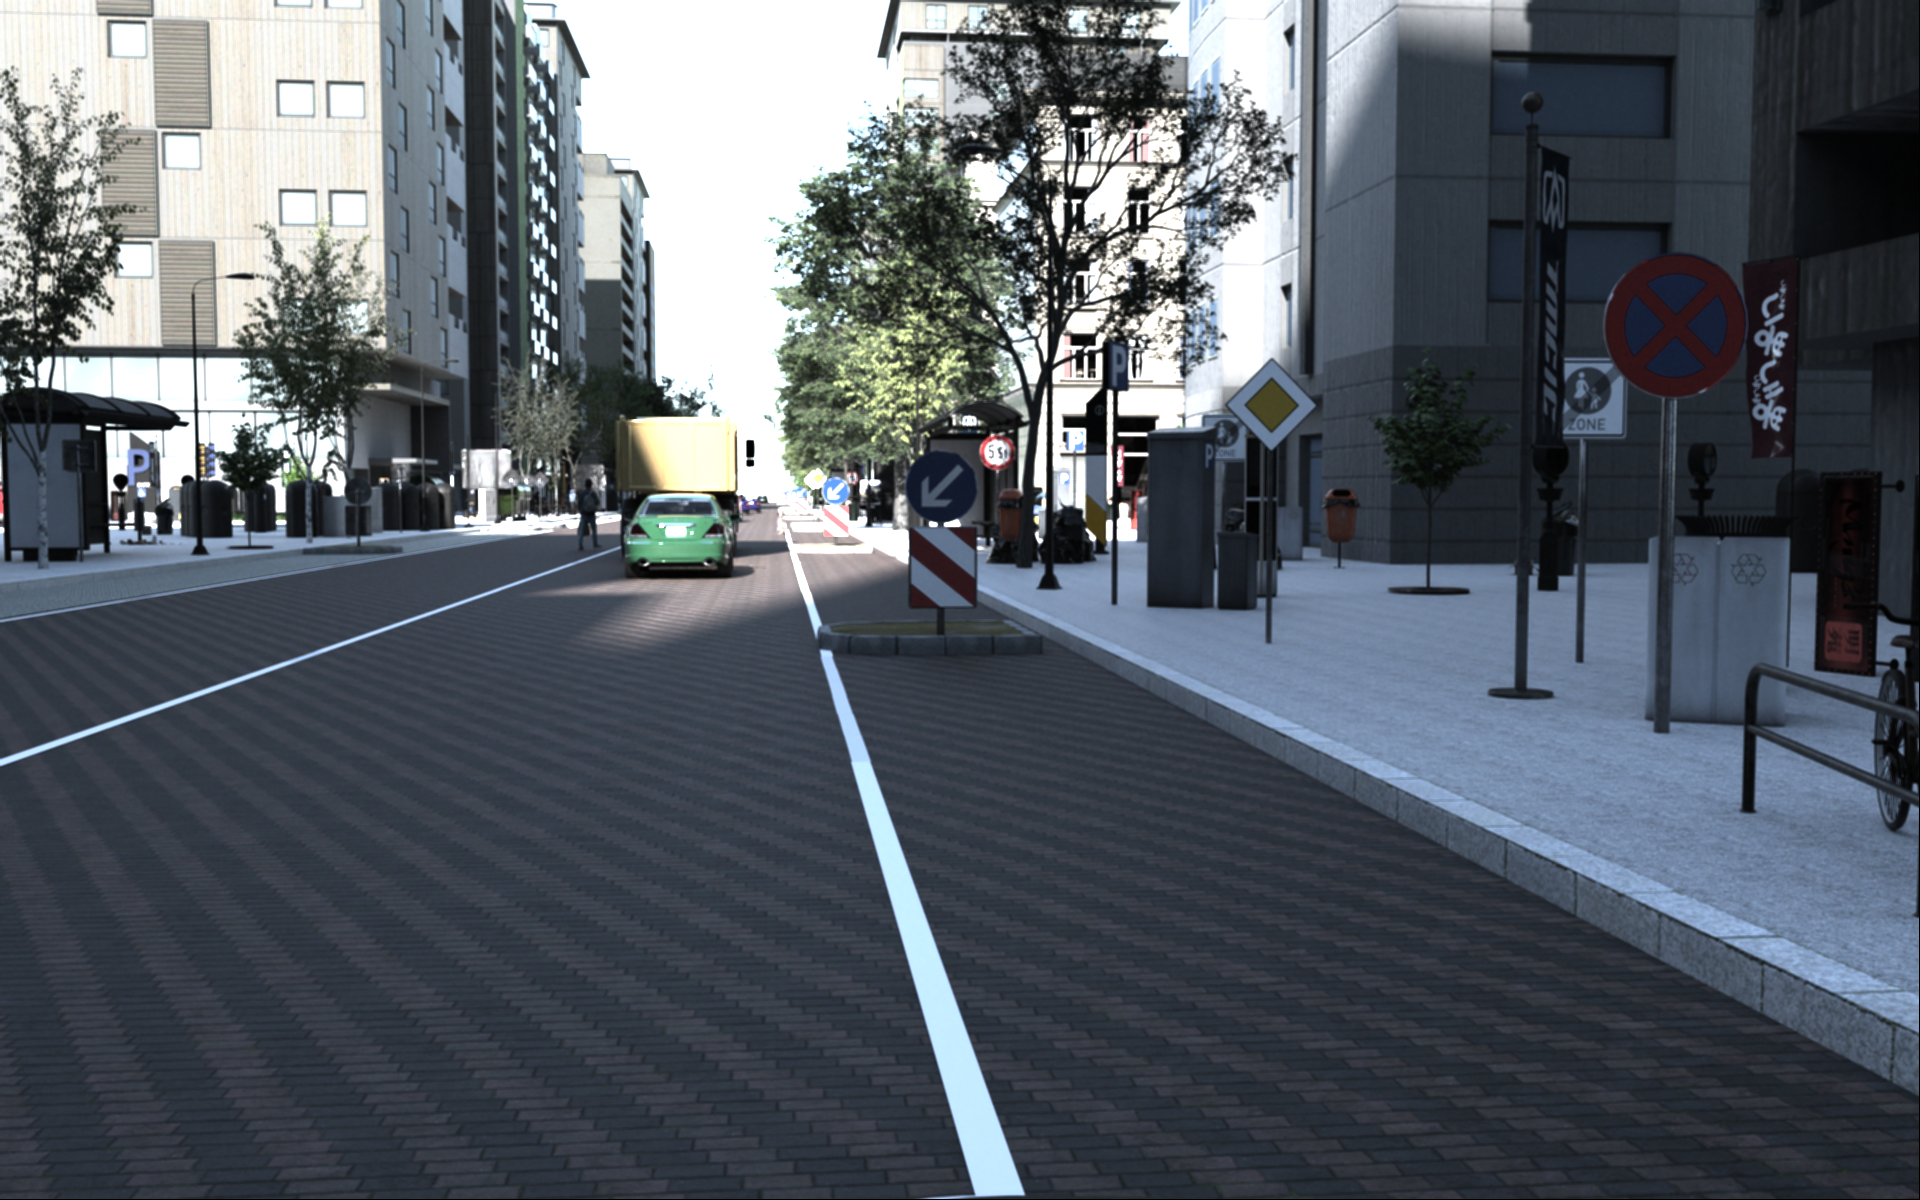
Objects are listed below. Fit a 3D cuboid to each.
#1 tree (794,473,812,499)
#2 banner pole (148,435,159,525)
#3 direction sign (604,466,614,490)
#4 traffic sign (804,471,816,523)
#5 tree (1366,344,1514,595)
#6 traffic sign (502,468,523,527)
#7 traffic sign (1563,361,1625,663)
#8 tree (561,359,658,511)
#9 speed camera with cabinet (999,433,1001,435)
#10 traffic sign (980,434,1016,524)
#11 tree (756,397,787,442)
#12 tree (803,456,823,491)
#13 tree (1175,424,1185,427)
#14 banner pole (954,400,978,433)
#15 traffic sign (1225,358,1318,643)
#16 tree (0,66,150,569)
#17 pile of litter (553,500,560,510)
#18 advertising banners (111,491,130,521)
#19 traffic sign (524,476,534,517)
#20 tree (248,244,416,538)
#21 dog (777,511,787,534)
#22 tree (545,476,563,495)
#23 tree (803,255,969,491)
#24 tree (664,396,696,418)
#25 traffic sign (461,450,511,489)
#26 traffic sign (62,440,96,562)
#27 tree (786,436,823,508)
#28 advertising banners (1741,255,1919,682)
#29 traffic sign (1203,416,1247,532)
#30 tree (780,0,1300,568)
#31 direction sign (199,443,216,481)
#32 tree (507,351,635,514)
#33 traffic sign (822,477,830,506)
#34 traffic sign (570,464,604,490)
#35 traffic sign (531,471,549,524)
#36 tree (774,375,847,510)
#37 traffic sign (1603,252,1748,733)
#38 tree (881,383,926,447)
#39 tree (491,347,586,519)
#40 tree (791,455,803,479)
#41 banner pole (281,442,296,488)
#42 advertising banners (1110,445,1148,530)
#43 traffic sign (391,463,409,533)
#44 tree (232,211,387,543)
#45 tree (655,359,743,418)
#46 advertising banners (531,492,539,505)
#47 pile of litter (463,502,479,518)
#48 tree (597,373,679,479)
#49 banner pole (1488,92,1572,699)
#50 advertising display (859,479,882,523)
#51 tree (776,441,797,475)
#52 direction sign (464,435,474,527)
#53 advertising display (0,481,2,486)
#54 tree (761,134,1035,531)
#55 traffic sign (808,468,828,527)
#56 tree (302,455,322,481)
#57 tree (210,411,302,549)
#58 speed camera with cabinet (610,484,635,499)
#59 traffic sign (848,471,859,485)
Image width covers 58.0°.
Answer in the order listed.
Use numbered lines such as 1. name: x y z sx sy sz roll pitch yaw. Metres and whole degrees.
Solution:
1. tree: -21.024 -15.525 237.554 4.285 4.588 4.351 0 3 0
2. banner pole: -33.780 -5.054 72.651 0.401 3.779 0.863 0 4 3
3. direction sign: -28.147 -8.979 138.807 0.876 3.537 0.379 -1 4 -14
4. traffic sign: -6.407 -4.405 75.671 0.795 2.450 0.064 0 4 -6
5. tree: 6.034 -1.710 22.560 1.663 3.219 1.824 0 3 0
6. traffic sign: -17.185 -3.845 66.510 0.795 2.450 0.064 0 4 -6
7. traffic sign: 4.718 -0.672 13.119 0.606 2.300 0.079 0 4 -2
8. tree: -26.830 -12.752 134.250 9.928 11.665 9.643 0 3 0
9. speed camera with cabinet: 0.317 -3.049 44.180 2.038 3.252 0.660 0 4 -1
10. traffic sign: 0.804 -2.258 37.022 0.768 2.556 0.104 0 4 1
11. tree: -25.559 -25.373 270.742 12.611 20.169 13.585 0 3 0
12. tree: -11.512 -11.897 144.870 4.360 8.622 3.978 0 3 0
13. tree: 9.360 -4.864 63.238 4.285 4.588 4.351 0 3 0
14. banner pole: 0.111 -3.429 46.081 0.863 3.779 0.401 -2 4 -24
15. traffic sign: 2.652 -0.835 14.831 0.795 2.450 0.064 0 4 -4
16. tree: -15.975 -4.844 29.570 4.360 8.622 3.978 0 3 0
17. pile of litter: -32.227 -7.634 138.781 1.719 0.858 1.176 1 4 16
18. advertising banners: -40.438 -5.303 82.889 0.090 3.025 2.074 1 4 16
19. traffic sign: -23.766 -5.705 95.405 0.606 2.300 0.079 0 4 1
20. tree: -18.024 -6.103 50.145 4.360 8.622 3.978 0 3 0
21. dog: -6.508 -2.781 62.312 0.513 0.831 0.800 2 4 27
22. tree: -34.190 -9.334 147.218 1.663 3.219 1.824 0 3 0
23. tree: -1.519 -6.235 52.311 4.737 8.622 4.395 0 3 0
24. tree: -32.550 -16.468 187.372 7.486 12.596 7.792 0 3 0
25. traffic sign: -21.767 -5.245 79.626 2.265 3.308 0.079 0 4 -2
26. traffic sign: -16.611 -1.869 32.683 0.606 2.300 0.079 0 4 -3
27. tree: -12.802 -14.595 164.380 9.928 11.665 9.643 0 3 0
28. advertising banners: 6.327 -0.982 12.251 0.090 3.025 2.074 -1 4 -23
29. traffic sign: 3.395 -1.234 22.298 0.606 2.300 0.079 0 4 -6
30. tree: 1.165 -5.815 29.487 8.767 10.594 7.601 -1 4 -11
31. direction sign: -33.394 -5.192 76.879 0.876 3.537 0.379 1 4 20
32. tree: -24.956 -10.884 112.363 8.767 10.594 7.601 -1 4 -19
33. traffic sign: -9.695 -7.686 125.776 0.768 2.556 0.104 0 4 -6
34. traffic sign: -25.477 -7.616 118.387 2.265 3.308 0.079 0 4 -1
35. traffic sign: -18.037 -4.331 74.449 0.795 2.450 0.064 0 4 -6
36. tree: -10.795 -13.355 136.474 7.486 12.596 7.792 0 3 0
37. traffic sign: 3.776 -0.559 9.243 0.768 2.556 0.104 0 4 -1
38. tree: -3.300 -9.582 107.028 4.360 8.622 3.978 0 3 0
39. tree: -21.930 -8.416 87.970 4.360 8.622 3.978 0 3 0
40. tree: -18.104 -15.946 211.082 4.737 8.622 4.395 0 3 0
41. banner pole: -32.487 -5.748 83.990 0.863 3.779 0.401 -1 4 -8
42. advertising banners: 6.354 -4.009 61.735 2.074 3.025 0.090 1 4 15
43. traffic sign: -18.544 -3.380 57.388 0.606 2.300 0.079 0 4 -2
44. tree: -17.195 -5.822 45.546 4.737 8.622 4.395 0 3 0
45. tree: -36.836 -23.601 241.766 12.611 20.169 13.585 0 3 0
46. advertising banners: -31.513 -7.887 125.135 2.074 3.025 0.090 -1 4 -11
47. pile of litter: -25.756 -4.785 92.200 1.176 0.858 1.719 3 5 41
48. tree: -29.967 -15.137 164.497 9.611 12.733 9.660 0 3 0
49. banner pole: 3.715 -1.288 11.080 0.401 3.779 0.863 3 5 40
50. advertising display: -3.910 -4.321 75.858 0.974 1.923 0.123 1 4 8
51. tree: -27.016 -23.441 293.636 12.009 13.543 11.850 0 3 0
52. direction sign: -18.908 -4.561 66.575 0.379 3.537 0.876 -1 4 -13
53. advertising display: -46.487 -4.788 83.494 0.123 1.923 0.974 0 4 0
54. tree: -2.150 -9.389 60.163 9.857 13.997 8.962 0 3 0
55. traffic sign: -5.555 -3.920 67.732 0.795 2.450 0.064 0 4 -6
56. tree: -28.679 -4.913 74.932 1.663 3.219 1.824 0 3 0
57. tree: -16.860 -2.826 40.811 1.663 3.219 1.824 0 3 0
58. speed camera with cabinet: -28.802 -9.386 147.791 2.038 3.252 0.660 0 4 -1
59. traffic sign: -6.038 -5.947 97.346 0.768 2.556 0.104 0 4 2
